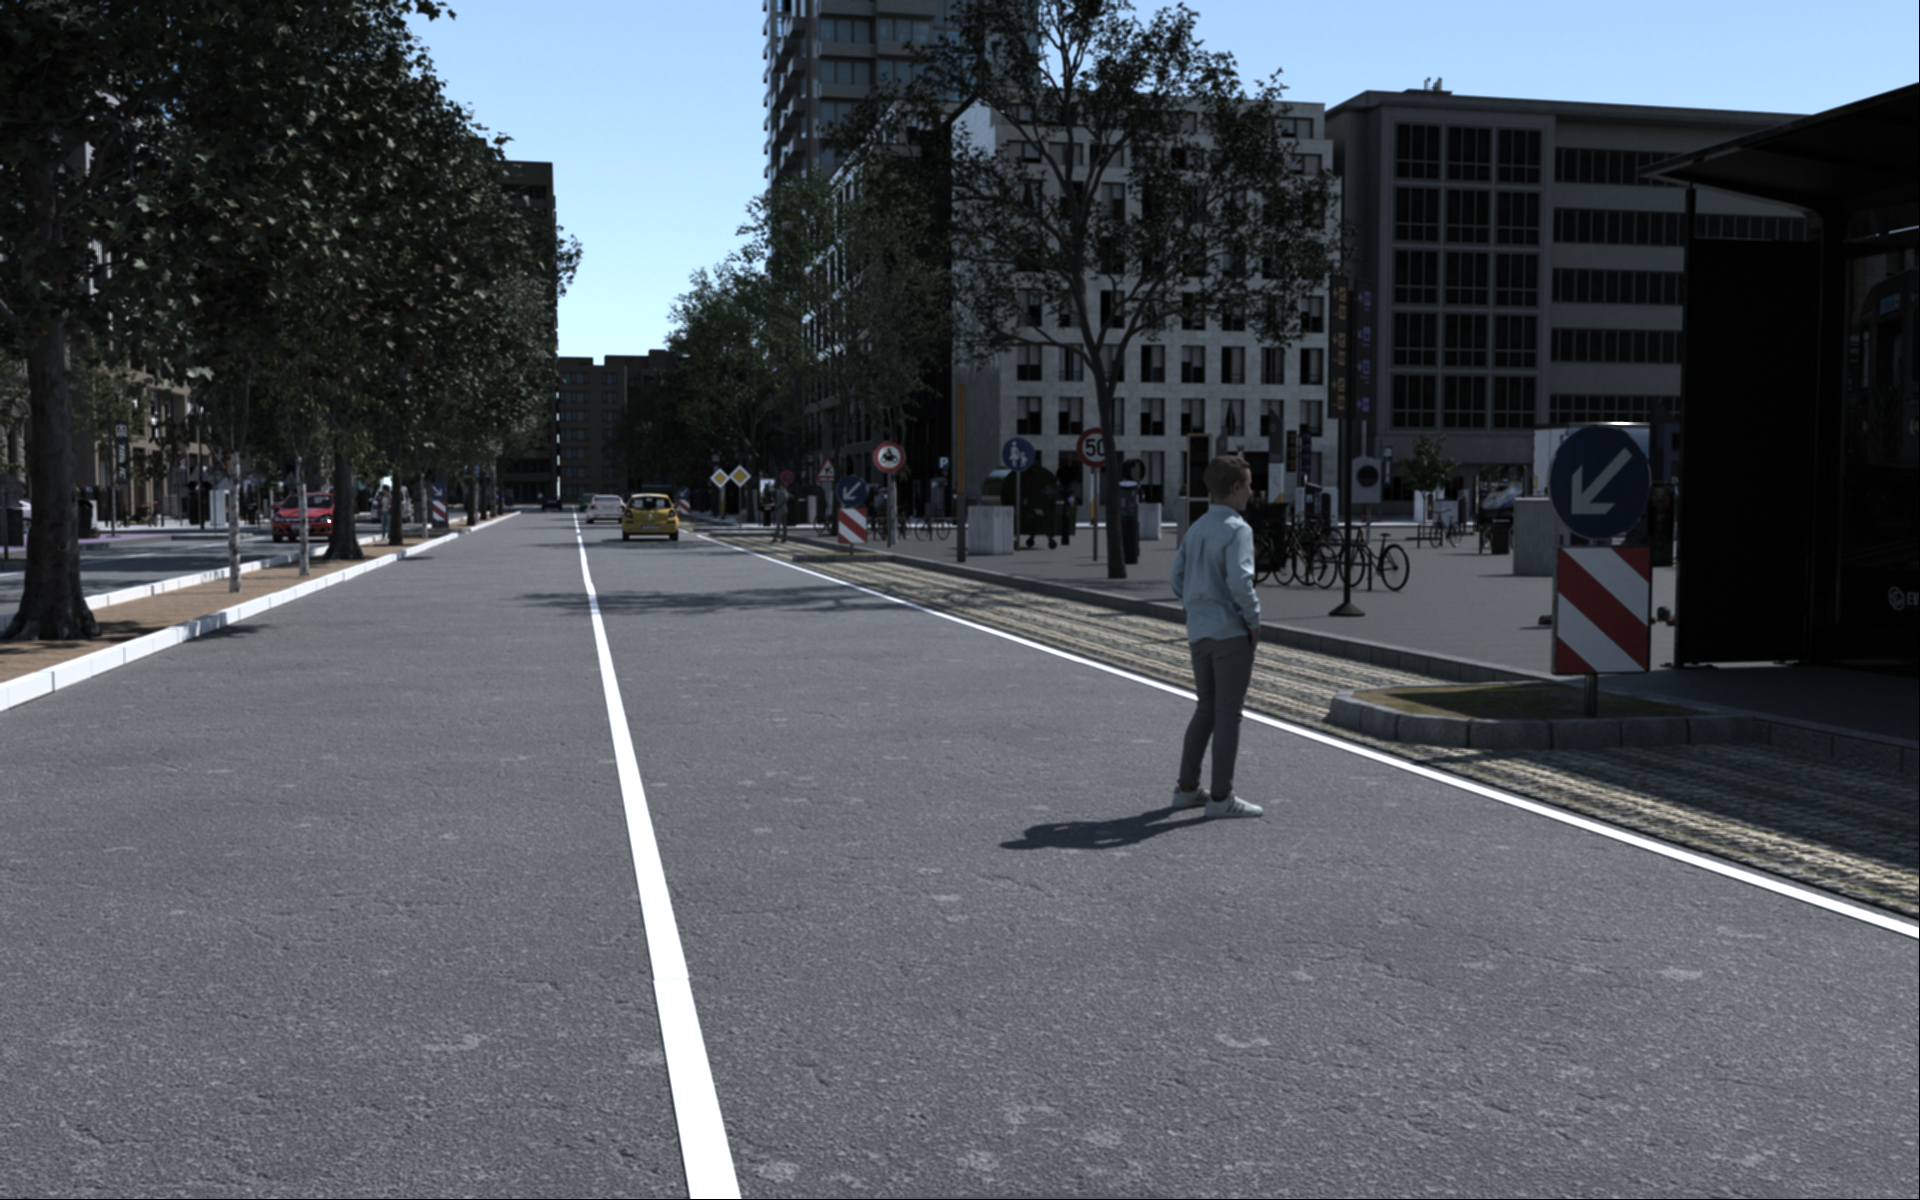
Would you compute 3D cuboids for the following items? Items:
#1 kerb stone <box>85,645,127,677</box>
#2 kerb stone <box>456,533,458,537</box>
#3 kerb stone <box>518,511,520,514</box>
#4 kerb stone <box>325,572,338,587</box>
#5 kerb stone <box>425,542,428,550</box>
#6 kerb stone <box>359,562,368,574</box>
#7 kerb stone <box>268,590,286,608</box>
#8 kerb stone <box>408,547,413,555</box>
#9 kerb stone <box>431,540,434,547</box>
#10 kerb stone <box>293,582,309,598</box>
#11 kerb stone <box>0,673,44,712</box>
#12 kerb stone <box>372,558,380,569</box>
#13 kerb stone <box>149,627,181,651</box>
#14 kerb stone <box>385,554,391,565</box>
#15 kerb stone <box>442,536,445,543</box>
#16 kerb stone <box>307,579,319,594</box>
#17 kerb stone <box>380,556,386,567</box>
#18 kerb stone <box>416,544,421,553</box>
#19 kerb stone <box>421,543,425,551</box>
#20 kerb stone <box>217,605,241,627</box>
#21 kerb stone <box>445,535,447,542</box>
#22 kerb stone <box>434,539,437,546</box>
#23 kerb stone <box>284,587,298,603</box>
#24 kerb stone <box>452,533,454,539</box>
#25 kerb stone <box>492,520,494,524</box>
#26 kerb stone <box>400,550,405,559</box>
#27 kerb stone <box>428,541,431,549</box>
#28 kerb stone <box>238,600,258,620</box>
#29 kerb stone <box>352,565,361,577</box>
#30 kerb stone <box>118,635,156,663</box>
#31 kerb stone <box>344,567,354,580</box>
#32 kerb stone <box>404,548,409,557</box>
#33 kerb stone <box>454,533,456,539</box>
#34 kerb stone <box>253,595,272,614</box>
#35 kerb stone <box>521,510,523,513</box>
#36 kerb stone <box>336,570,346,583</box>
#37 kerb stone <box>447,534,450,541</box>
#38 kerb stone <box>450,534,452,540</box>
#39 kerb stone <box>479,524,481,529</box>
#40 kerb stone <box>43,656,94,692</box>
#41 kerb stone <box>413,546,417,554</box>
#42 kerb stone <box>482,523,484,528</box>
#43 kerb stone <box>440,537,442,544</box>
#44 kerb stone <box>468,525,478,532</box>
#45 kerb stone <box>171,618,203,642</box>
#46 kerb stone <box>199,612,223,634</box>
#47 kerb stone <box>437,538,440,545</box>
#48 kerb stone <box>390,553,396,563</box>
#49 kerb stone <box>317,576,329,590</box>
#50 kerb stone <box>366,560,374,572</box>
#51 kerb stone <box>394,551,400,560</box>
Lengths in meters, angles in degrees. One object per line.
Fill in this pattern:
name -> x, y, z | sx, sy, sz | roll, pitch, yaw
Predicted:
kerb stone -> -6.950, 0.502, 14.004 | 0.120, 0.150, 1.000 | -1, 4, -13
kerb stone -> -16.390, -2.069, 56.016 | 0.120, 0.150, 1.000 | -1, 4, -13
kerb stone -> -30.901, -6.015, 120.541 | 0.120, 0.150, 1.000 | -1, 4, -13
kerb stone -> -9.872, -0.294, 27.009 | 0.120, 0.150, 1.000 | -1, 4, -13
kerb stone -> -13.688, -1.327, 44.010 | 0.120, 0.150, 1.000 | -1, 4, -13
kerb stone -> -10.774, -0.539, 31.003 | 0.120, 0.150, 1.000 | -1, 4, -13
kerb stone -> -8.746, 0.011, 22.012 | 0.120, 0.150, 1.000 | -1, 4, -13
kerb stone -> -12.797, -1.090, 40.013 | 0.120, 0.150, 1.000 | -1, 4, -13
kerb stone -> -14.150, -1.457, 46.022 | 0.120, 0.150, 1.000 | -1, 4, -13
kerb stone -> -9.194, -0.107, 24.007 | 0.120, 0.150, 1.000 | -1, 4, -13
kerb stone -> -6.505, 0.626, 12.009 | 0.120, 0.150, 1.000 | -1, 4, -13
kerb stone -> -11.224, -0.661, 33.013 | 0.120, 0.150, 1.000 | -1, 4, -13
kerb stone -> -7.404, 0.384, 16.007 | 0.120, 0.150, 1.000 | -1, 4, -13
kerb stone -> -11.666, -0.784, 35.013 | 0.120, 0.150, 1.000 | -1, 4, -13
kerb stone -> -15.052, -1.697, 50.023 | 0.120, 0.150, 1.000 | -1, 4, -13
kerb stone -> -9.425, -0.172, 25.002 | 0.120, 0.150, 1.000 | -1, 4, -13
kerb stone -> -11.444, -0.722, 34.015 | 0.120, 0.150, 1.000 | -1, 4, -13
kerb stone -> -13.242, -1.212, 42.015 | 0.120, 0.150, 1.000 | -1, 4, -13
kerb stone -> -13.466, -1.269, 43.013 | 0.120, 0.150, 1.000 | -1, 4, -13
kerb stone -> -8.073, 0.195, 19.009 | 0.120, 0.150, 1.000 | -1, 4, -13
kerb stone -> -15.279, -1.761, 51.025 | 0.120, 0.150, 1.000 | -1, 4, -13
kerb stone -> -14.374, -1.518, 47.019 | 0.120, 0.150, 1.000 | -1, 4, -13
kerb stone -> -8.971, -0.040, 23.010 | 0.120, 0.150, 1.000 | -1, 4, -13
kerb stone -> -15.948, -1.942, 54.017 | 0.120, 0.150, 1.000 | -1, 4, -13
kerb stone -> -22.140, -3.630, 81.548 | 0.120, 0.150, 1.000 | -1, 4, -13
kerb stone -> -12.354, -0.967, 38.009 | 0.120, 0.150, 1.000 | -1, 4, -13
kerb stone -> -13.919, -1.396, 45.014 | 0.120, 0.150, 1.000 | -1, 4, -13
kerb stone -> -8.294, 0.134, 20.007 | 0.120, 0.150, 1.000 | -1, 4, -13
kerb stone -> -10.543, -0.476, 30.007 | 0.120, 0.150, 1.000 | -1, 4, -13
kerb stone -> -7.176, 0.441, 15.008 | 0.120, 0.150, 1.000 | -1, 4, -13
kerb stone -> -10.316, -0.417, 29.007 | 0.120, 0.150, 1.000 | -1, 4, -13
kerb stone -> -12.572, -1.024, 39.016 | 0.120, 0.150, 1.000 | -1, 4, -13
kerb stone -> -16.173, -2.007, 55.017 | 0.120, 0.150, 1.000 | -1, 4, -13
kerb stone -> -8.523, 0.073, 21.006 | 0.120, 0.150, 1.000 | -1, 4, -13
kerb stone -> -32.479, -6.444, 127.561 | 0.120, 0.150, 1.000 | -1, 4, -13
kerb stone -> -10.102, -0.354, 28.005 | 0.120, 0.150, 1.000 | -1, 4, -13
kerb stone -> -15.494, -1.824, 52.024 | 0.120, 0.150, 1.000 | -1, 4, -13
kerb stone -> -15.720, -1.885, 53.021 | 0.120, 0.150, 1.000 | -1, 4, -13
kerb stone -> -19.429, -2.895, 69.531 | 0.120, 0.150, 1.000 | -1, 4, -13
kerb stone -> -6.722, 0.562, 13.007 | 0.120, 0.150, 1.000 | -1, 4, -13
kerb stone -> -13.017, -1.150, 41.013 | 0.120, 0.150, 1.000 | -1, 4, -13
kerb stone -> -19.872, -3.017, 71.531 | 0.120, 0.150, 1.000 | -1, 4, -13
kerb stone -> -14.825, -1.641, 49.026 | 0.120, 0.150, 1.000 | -1, 4, -13
kerb stone -> -18.984, -2.770, 67.536 | 0.120, 0.150, 1.000 | -1, 4, -13
kerb stone -> -7.632, 0.317, 17.010 | 0.120, 0.150, 1.000 | -1, 4, -13
kerb stone -> -7.852, 0.256, 18.012 | 0.120, 0.150, 1.000 | -1, 4, -13
kerb stone -> -14.595, -1.578, 48.020 | 0.120, 0.150, 1.000 | -1, 4, -13
kerb stone -> -11.902, -0.844, 36.007 | 0.120, 0.150, 1.000 | -1, 4, -13
kerb stone -> -9.648, -0.227, 26.000 | 0.120, 0.150, 1.000 | -1, 4, -13
kerb stone -> -10.993, -0.595, 32.003 | 0.120, 0.150, 1.000 | -1, 4, -13
kerb stone -> -12.125, -0.905, 37.014 | 0.120, 0.150, 1.000 | -1, 4, -13
